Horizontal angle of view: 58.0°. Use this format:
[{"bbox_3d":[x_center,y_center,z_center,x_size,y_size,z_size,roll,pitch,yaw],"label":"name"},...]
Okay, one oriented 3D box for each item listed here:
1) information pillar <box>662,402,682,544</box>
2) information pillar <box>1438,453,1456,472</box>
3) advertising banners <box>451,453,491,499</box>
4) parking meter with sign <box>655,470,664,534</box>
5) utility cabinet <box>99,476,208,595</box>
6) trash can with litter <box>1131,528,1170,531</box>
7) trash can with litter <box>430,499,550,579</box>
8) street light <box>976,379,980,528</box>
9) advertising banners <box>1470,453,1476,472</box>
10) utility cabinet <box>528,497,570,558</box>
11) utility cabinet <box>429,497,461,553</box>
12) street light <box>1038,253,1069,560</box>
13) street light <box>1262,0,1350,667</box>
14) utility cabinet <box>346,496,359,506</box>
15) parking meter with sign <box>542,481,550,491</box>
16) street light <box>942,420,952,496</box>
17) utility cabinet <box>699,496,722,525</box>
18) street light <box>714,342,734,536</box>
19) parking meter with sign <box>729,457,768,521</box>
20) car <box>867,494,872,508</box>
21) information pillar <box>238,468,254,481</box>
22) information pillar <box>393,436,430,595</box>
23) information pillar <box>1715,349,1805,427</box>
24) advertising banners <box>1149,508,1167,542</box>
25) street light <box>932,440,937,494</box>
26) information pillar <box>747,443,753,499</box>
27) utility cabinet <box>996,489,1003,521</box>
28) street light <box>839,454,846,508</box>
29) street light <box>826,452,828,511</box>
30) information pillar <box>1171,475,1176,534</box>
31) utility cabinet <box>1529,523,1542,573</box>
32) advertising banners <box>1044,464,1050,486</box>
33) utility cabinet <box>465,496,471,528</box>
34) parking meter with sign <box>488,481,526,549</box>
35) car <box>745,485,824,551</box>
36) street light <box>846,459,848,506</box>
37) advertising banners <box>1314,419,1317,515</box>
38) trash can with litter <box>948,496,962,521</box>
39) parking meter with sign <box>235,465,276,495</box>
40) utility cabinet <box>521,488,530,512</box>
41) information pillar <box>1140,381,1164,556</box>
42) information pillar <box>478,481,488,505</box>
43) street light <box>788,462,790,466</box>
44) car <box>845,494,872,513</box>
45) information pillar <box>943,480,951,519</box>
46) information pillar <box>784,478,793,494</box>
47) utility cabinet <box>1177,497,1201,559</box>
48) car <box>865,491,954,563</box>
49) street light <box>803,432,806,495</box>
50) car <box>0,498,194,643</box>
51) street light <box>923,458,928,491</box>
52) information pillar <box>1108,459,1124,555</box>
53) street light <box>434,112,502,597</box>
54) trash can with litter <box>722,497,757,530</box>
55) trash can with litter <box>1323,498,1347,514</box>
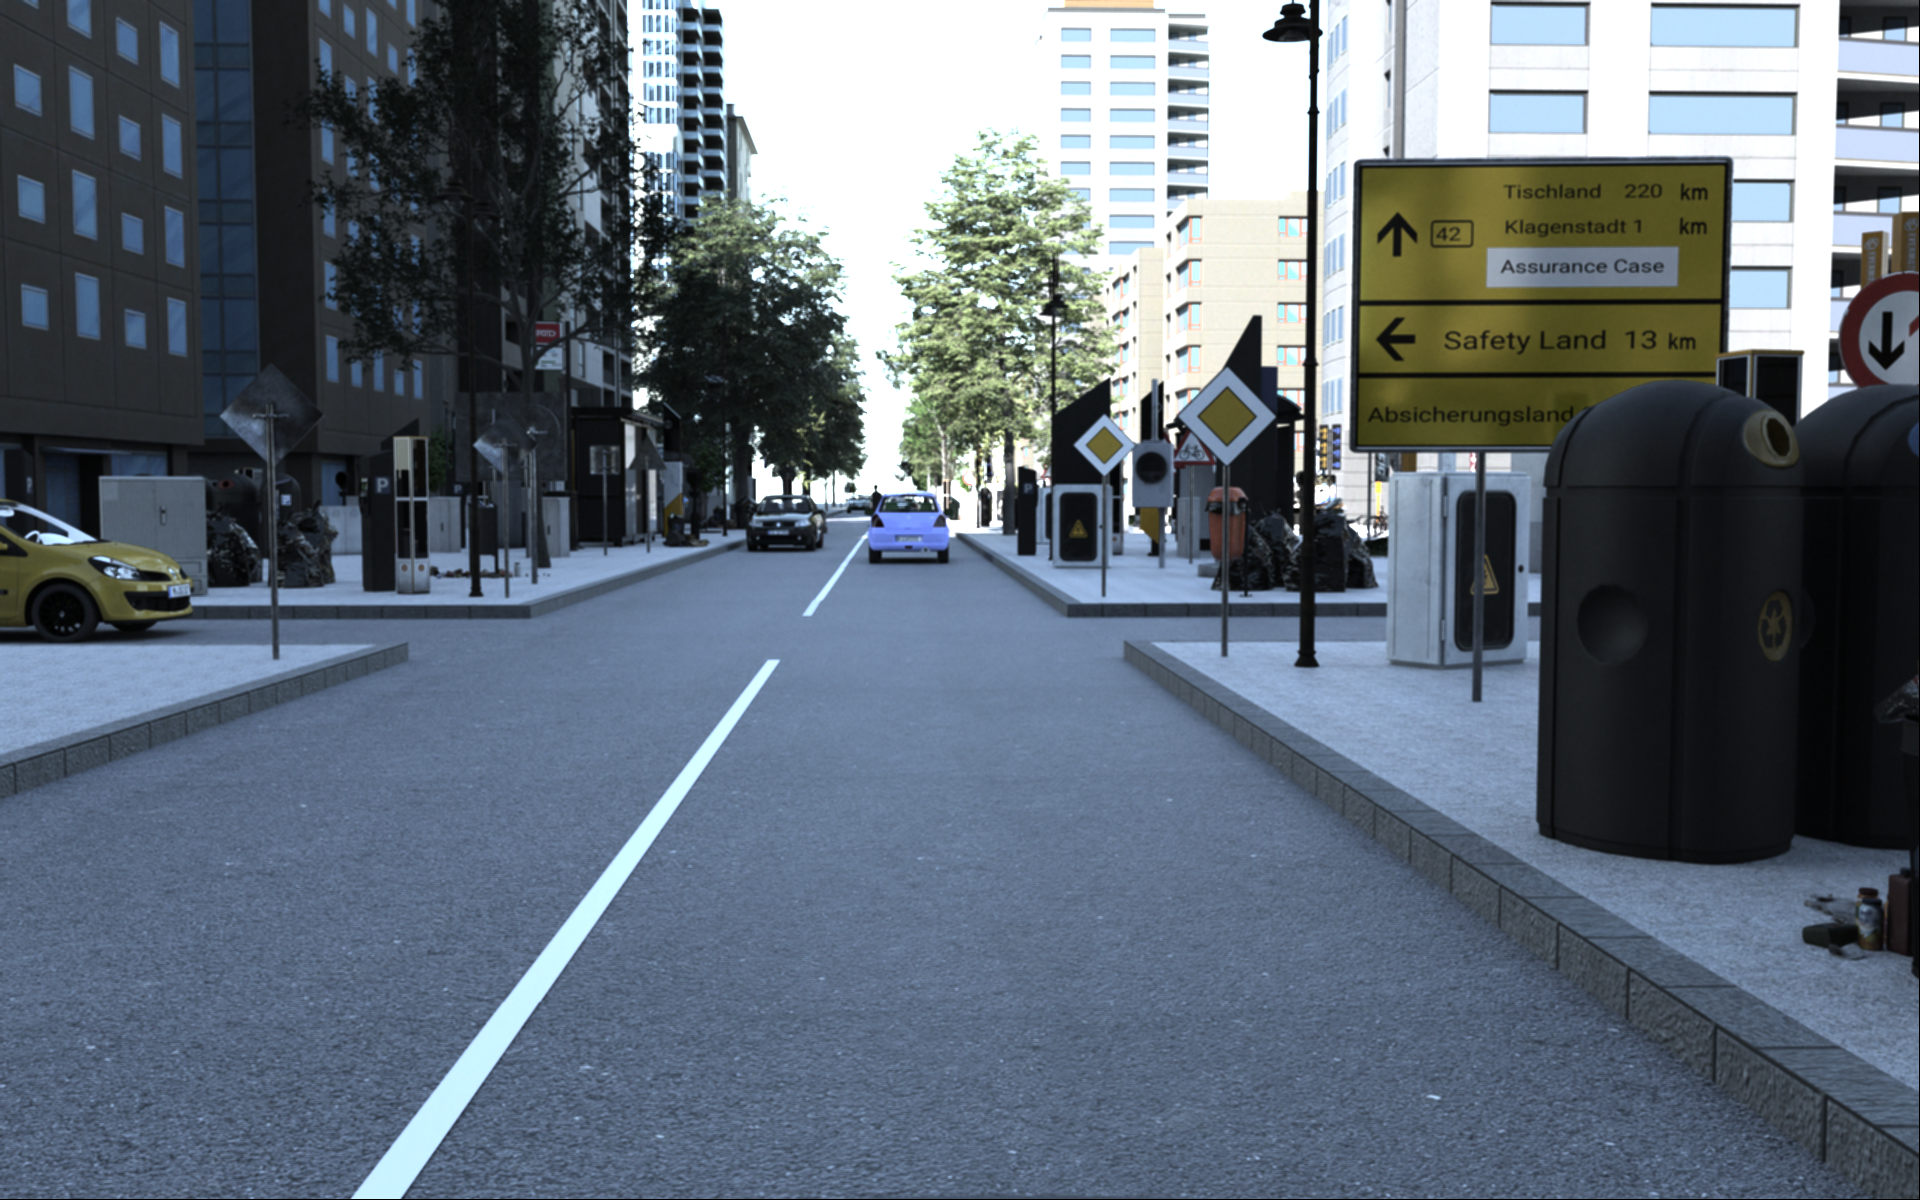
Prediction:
[{"bbox_3d":[-7.362,-3.238,44.298,0.504,3.616,0.183,1,4,16],"label":"information pillar"},{"bbox_3d":[7.621,-2.188,27.122,0.183,3.616,0.504,3,5,41],"label":"information pillar"},{"bbox_3d":[-20.773,-4.772,74.212,2.074,3.025,0.090,0,4,3],"label":"advertising banners"},{"bbox_3d":[-9.859,-3.629,55.599,1.738,3.016,0.543,0,4,4],"label":"parking meter with sign"},{"bbox_3d":[-10.060,-0.791,21.620,1.173,1.500,0.318,-2,4,-32],"label":"utility cabinet"},{"bbox_3d":[6.894,-3.066,61.191,1.678,1.210,2.233,1,4,21],"label":"trash can with litter"},{"bbox_3d":[-7.674,-0.977,27.038,2.233,1.210,1.678,2,4,25],"label":"trash can with litter"},{"bbox_3d":[0.677,-5.621,64.693,0.468,5.910,1.993,0,4,-2],"label":"street light"},{"bbox_3d":[17.359,-3.740,57.332,0.090,3.025,2.074,-1,4,-11],"label":"advertising banners"},{"bbox_3d":[-8.401,-1.476,35.288,1.020,1.237,0.306,3,4,37],"label":"utility cabinet"},{"bbox_3d":[-11.398,-1.656,38.245,0.306,1.237,1.020,-3,5,-43],"label":"utility cabinet"},{"bbox_3d":[1.803,-3.712,33.474,0.468,5.910,1.993,0,4,-2],"label":"street light"},{"bbox_3d":[2.583,-2.443,12.724,0.468,5.910,1.993,0,4,-2],"label":"street light"},{"bbox_3d":[-18.568,-2.617,53.945,1.020,1.237,0.306,1,4,11],"label":"utility cabinet"},{"bbox_3d":[-18.476,-4.899,76.361,0.543,3.016,1.738,3,5,40],"label":"parking meter with sign"},{"bbox_3d":[-0.943,-8.400,110.121,0.468,5.910,1.993,0,4,-2],"label":"street light"},{"bbox_3d":[-10.089,-3.586,69.792,1.020,1.237,0.306,0,4,-6],"label":"utility cabinet"},{"bbox_3d":[-7.179,-4.889,52.726,0.468,5.910,1.993,0,4,-2],"label":"street light"},{"bbox_3d":[-9.895,-5.183,81.002,1.738,3.016,0.543,-1,4,-20],"label":"parking meter with sign"},{"bbox_3d":[-8.828,-9.348,162.618,2.009,1.686,4.222,0,4,-4],"label":"car"},{"bbox_3d":[-19.999,-2.695,48.561,0.304,2.012,0.304,3,4,37],"label":"information pillar"},{"bbox_3d":[-7.029,-1.084,22.220,0.304,2.012,0.304,2,4,28],"label":"information pillar"},{"bbox_3d":[4.123,-0.276,8.997,0.304,2.012,0.304,-1,4,-11],"label":"information pillar"},{"bbox_3d":[5.134,-3.019,45.553,0.090,3.025,2.074,-1,4,-8],"label":"advertising banners"},{"bbox_3d":[-2.055,-10.309,141.341,0.468,5.910,1.993,0,4,-2],"label":"street light"},{"bbox_3d":[-9.632,-5.341,78.674,0.504,3.616,0.183,0,4,-5],"label":"information pillar"},{"bbox_3d":[2.160,-4.469,81.754,0.318,1.500,1.173,-2,4,-31],"label":"utility cabinet"},{"bbox_3d":[-11.063,-11.505,160.893,0.468,5.910,1.993,0,4,-2],"label":"street light"},{"bbox_3d":[-9.979,-9.587,129.541,0.468,5.910,1.993,0,4,-2],"label":"street light"},{"bbox_3d":[7.030,-3.164,56.223,0.304,2.012,0.304,2,4,26],"label":"information pillar"},{"bbox_3d":[9.630,-1.022,27.864,0.306,1.237,1.020,-3,4,-38],"label":"utility cabinet"},{"bbox_3d":[4.059,-5.815,91.268,0.090,3.025,2.074,-3,5,-40],"label":"advertising banners"},{"bbox_3d":[-18.720,-3.298,65.086,1.020,1.237,0.306,-2,4,-24],"label":"utility cabinet"},{"bbox_3d":[-10.674,-2.730,40.891,0.543,3.016,1.738,1,4,17],"label":"parking meter with sign"},{"bbox_3d":[-4.499,-2.142,44.814,2.009,1.686,4.222,0,4,0],"label":"car"},{"bbox_3d":[-11.862,-12.743,181.138,0.468,5.910,1.993,0,4,-2],"label":"street light"},{"bbox_3d":[8.150,-2.671,39.857,0.090,3.025,2.074,1,4,15],"label":"advertising banners"},{"bbox_3d":[-0.063,-4.372,82.869,1.055,1.170,0.624,2,4,32],"label":"trash can with litter"},{"bbox_3d":[-21.358,-3.408,51.981,0.543,3.016,1.738,3,5,44],"label":"parking meter with sign"},{"bbox_3d":[-15.332,-3.157,60.294,1.173,1.500,0.318,3,5,39],"label":"utility cabinet"},{"bbox_3d":[3.979,-2.718,35.799,0.504,3.616,0.183,0,4,3],"label":"information pillar"},{"bbox_3d":[-10.314,-2.000,37.198,0.304,2.012,0.304,0,4,-3],"label":"information pillar"},{"bbox_3d":[-8.370,-6.850,84.793,0.468,5.910,1.993,0,4,-2],"label":"street light"},{"bbox_3d":[-7.618,-7.290,130.986,2.131,1.459,4.920,0,4,-2],"label":"car"},{"bbox_3d":[-0.703,-5.290,90.979,0.304,2.012,0.304,2,4,32],"label":"information pillar"},{"bbox_3d":[-7.767,-4.518,78.358,0.304,2.012,0.304,-2,4,-32],"label":"information pillar"},{"bbox_3d":[4.593,-1.451,34.884,0.306,1.237,1.020,0,4,-3],"label":"utility cabinet"},{"bbox_3d":[-1.092,-1.688,37.197,1.945,1.707,3.694,0,4,-2],"label":"car"},{"bbox_3d":[-8.818,-7.659,98.014,0.468,5.910,1.993,0,4,-2],"label":"street light"},{"bbox_3d":[-9.828,-0.436,17.355,3.980,1.641,2.015,0,4,-2],"label":"car"},{"bbox_3d":[-4.055,-13.459,192.839,0.468,5.910,1.993,0,4,-2],"label":"street light"},{"bbox_3d":[3.278,-1.956,36.475,0.304,2.012,0.304,1,4,13],"label":"information pillar"},{"bbox_3d":[-6.058,-2.980,21.506,0.468,5.910,1.993,0,4,-2],"label":"street light"},{"bbox_3d":[-8.030,-3.133,62.618,0.624,1.170,1.055,3,5,44],"label":"trash can with litter"},{"bbox_3d":[10.900,-2.449,51.433,1.055,1.170,0.624,-1,4,-16],"label":"trash can with litter"}]
